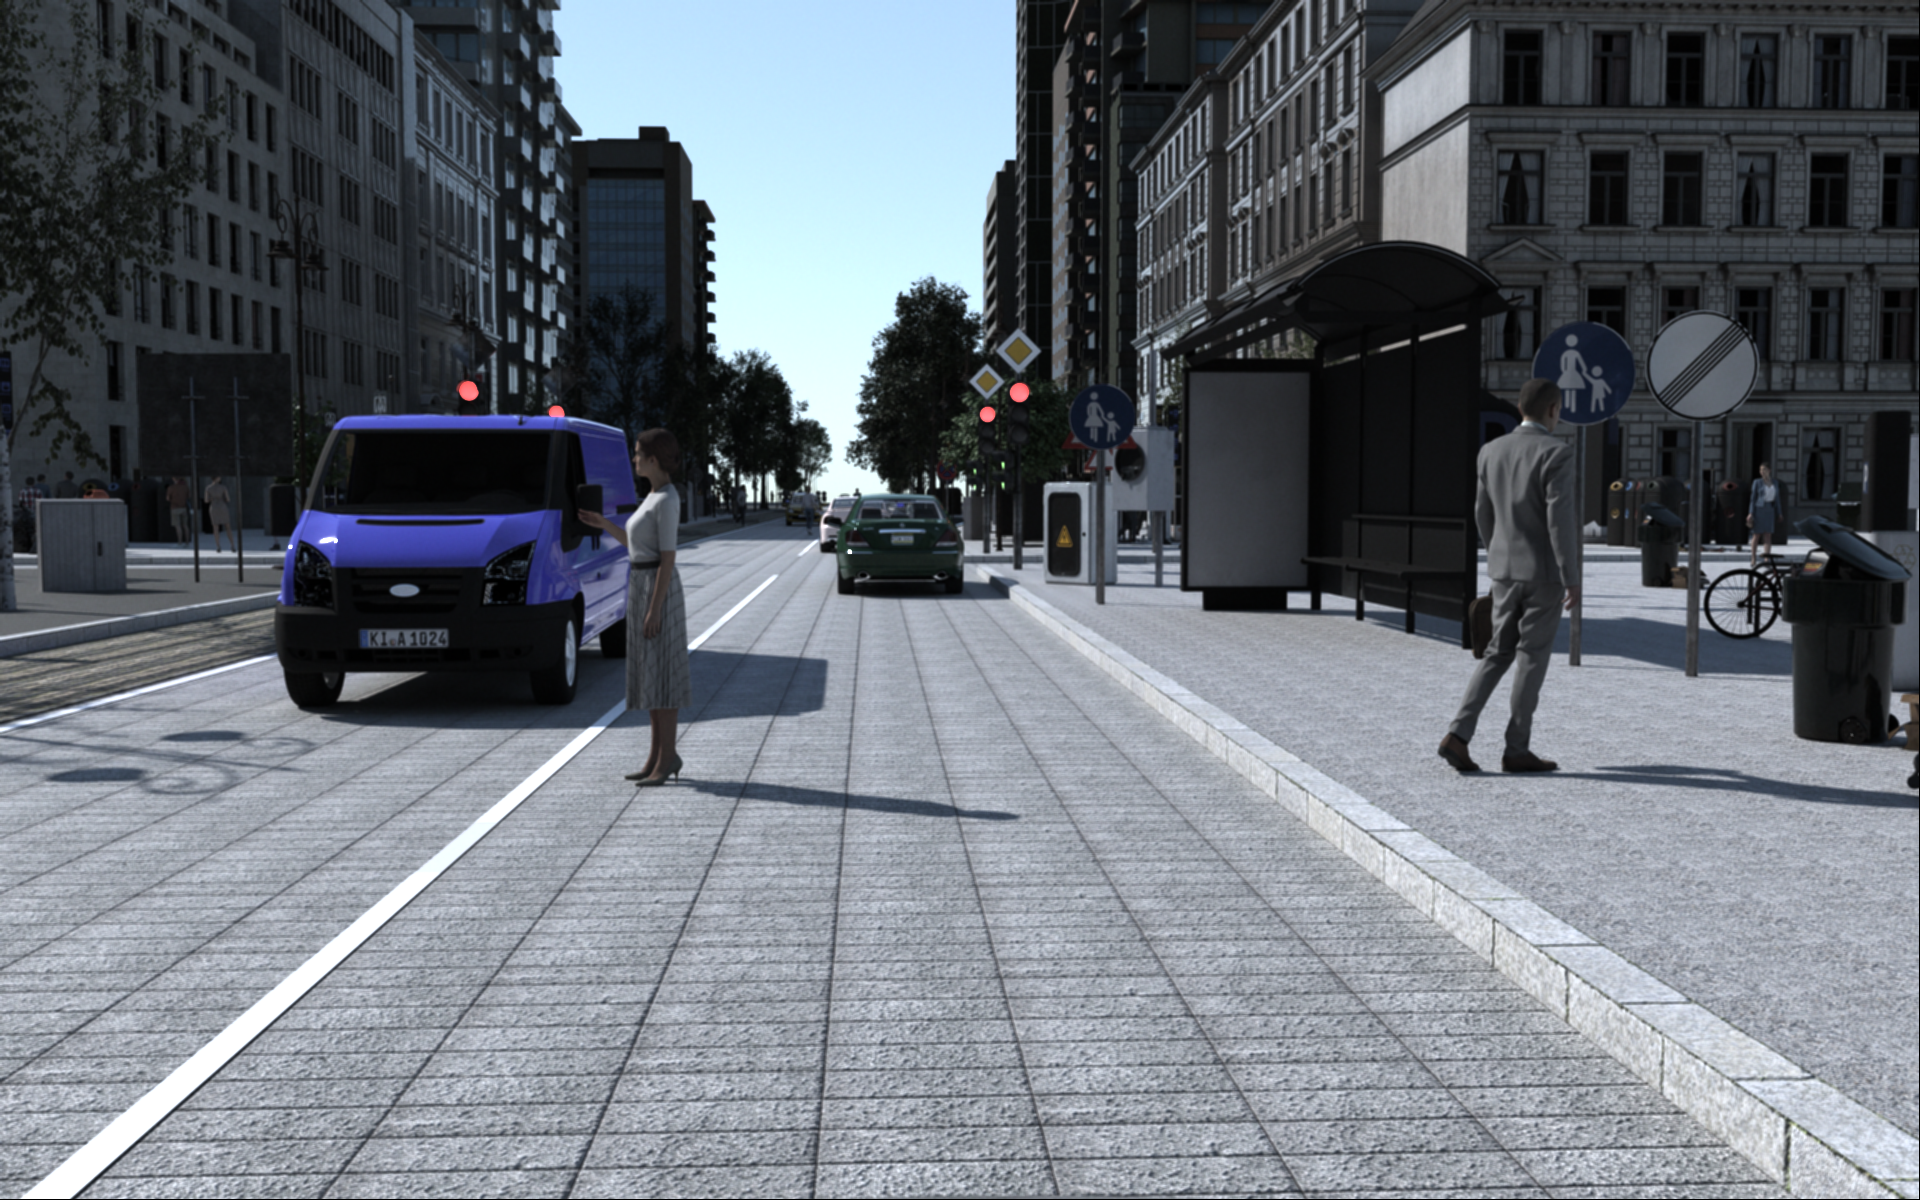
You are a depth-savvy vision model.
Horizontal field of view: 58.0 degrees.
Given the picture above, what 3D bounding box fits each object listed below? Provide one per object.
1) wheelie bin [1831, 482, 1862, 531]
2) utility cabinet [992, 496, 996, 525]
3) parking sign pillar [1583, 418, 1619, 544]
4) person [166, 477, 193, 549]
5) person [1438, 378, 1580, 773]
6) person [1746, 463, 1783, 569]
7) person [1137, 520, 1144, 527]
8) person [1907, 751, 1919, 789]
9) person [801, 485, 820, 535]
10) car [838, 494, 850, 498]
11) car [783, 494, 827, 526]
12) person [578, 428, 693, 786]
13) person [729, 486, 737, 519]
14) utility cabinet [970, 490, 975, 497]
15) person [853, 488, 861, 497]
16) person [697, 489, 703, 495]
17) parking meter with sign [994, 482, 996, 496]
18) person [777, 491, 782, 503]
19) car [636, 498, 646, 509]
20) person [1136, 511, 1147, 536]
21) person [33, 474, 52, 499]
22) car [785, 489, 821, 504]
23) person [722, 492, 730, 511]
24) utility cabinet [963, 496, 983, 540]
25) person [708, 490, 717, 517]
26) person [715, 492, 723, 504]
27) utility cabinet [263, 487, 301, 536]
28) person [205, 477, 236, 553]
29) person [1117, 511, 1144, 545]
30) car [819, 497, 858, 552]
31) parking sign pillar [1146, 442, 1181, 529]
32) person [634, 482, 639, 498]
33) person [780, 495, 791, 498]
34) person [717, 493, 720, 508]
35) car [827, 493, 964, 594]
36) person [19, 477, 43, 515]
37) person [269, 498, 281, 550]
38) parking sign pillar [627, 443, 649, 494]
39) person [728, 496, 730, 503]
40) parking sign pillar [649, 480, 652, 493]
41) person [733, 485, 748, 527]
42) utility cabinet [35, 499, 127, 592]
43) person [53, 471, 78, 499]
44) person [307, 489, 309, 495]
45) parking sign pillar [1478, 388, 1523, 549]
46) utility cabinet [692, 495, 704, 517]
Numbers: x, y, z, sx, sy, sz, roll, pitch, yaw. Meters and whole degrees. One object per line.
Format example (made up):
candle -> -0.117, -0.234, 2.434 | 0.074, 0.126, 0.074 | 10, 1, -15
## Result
wheelie bin -> 24.310, -2.409, 47.293 | 0.980, 1.594, 0.693 | 3, 5, 40
utility cabinet -> 1.697, -3.719, 71.970 | 0.306, 1.237, 1.020 | 2, 4, 28
parking sign pillar -> 16.492, -3.443, 44.769 | 1.447, 3.967, 1.447 | 0, 4, -6
person -> -18.436, -2.137, 40.963 | 0.573, 1.828, 0.580 | -1, 4, -17
person -> 2.617, -0.113, 8.011 | 0.853, 1.813, 0.709 | -2, 4, -34
person -> 13.887, -1.458, 29.912 | 0.581, 1.822, 0.654 | 1, 4, 16
person -> 6.671, -3.688, 66.743 | 0.834, 1.777, 0.661 | 0, 4, 3
person -> 4.793, -0.047, 7.032 | 1.509, 1.804, 0.699 | 3, 5, 41
person -> -5.293, -3.186, 61.257 | 0.731, 1.740, 0.598 | 0, 4, 8
car -> -17.214, -15.119, 258.994 | 2.131, 1.459, 4.920 | 0, 4, -4
car -> -7.108, -4.232, 79.415 | 2.015, 1.641, 3.980 | 0, 4, -4
person -> -1.593, 0.031, 8.569 | 0.524, 1.755, 0.480 | -1, 4, -21
person -> -11.820, -5.002, 90.084 | 0.447, 1.846, 0.655 | -1, 4, -20
utility cabinet -> 0.851, -5.872, 104.683 | 0.318, 1.500, 1.173 | 0, 4, -6
person -> -6.535, -6.229, 110.543 | 0.606, 1.804, 0.583 | -1, 4, -8
person -> -25.548, -10.066, 170.721 | 1.348, 1.812, 0.705 | 0, 4, -3
parking meter with sign -> 1.934, -5.082, 79.357 | 1.738, 3.016, 0.543 | 3, 5, 44
person -> -26.069, -14.985, 251.133 | 1.350, 1.814, 0.705 | 1, 4, 11
car -> -8.758, -2.062, 46.294 | 1.945, 1.354, 3.894 | 0, 4, -3
person -> 5.593, -2.864, 53.272 | 0.834, 1.777, 0.661 | -1, 4, -15
person -> -25.087, -2.522, 47.305 | 0.581, 1.822, 0.654 | -1, 4, -11
car -> -8.567, -5.209, 94.755 | 1.945, 1.707, 3.694 | 0, 4, -5
person -> -17.582, -7.544, 130.212 | 0.721, 1.723, 1.217 | -3, 4, -36
utility cabinet -> 0.414, -2.275, 48.364 | 0.306, 1.237, 1.020 | 2, 4, 26
person -> -13.926, -5.440, 97.580 | 0.523, 1.515, 0.503 | 0, 4, 4
person -> -23.638, -9.976, 169.288 | 1.348, 1.807, 0.705 | 3, 4, 39
utility cabinet -> -20.801, -2.720, 53.145 | 0.318, 1.500, 1.173 | 2, 4, 26
person -> -16.237, -1.935, 38.017 | 0.599, 1.781, 0.374 | -1, 4, -18
person -> 4.239, -2.311, 43.670 | 0.795, 1.843, 0.661 | 0, 4, 6
car -> -2.562, -1.929, 43.900 | 2.083, 1.381, 4.827 | 0, 4, -2
parking sign pillar -> 7.633, -4.636, 64.264 | 1.447, 3.967, 1.447 | 1, 4, 18
person -> -9.440, -2.496, 49.500 | 0.709, 1.800, 0.728 | 2, 4, 29
person -> -21.178, -12.472, 210.104 | 1.348, 1.807, 0.705 | 0, 4, 4
person -> -22.963, -9.492, 164.489 | 0.557, 1.426, 1.065 | 1, 4, 9
car -> -0.953, -0.887, 26.300 | 2.131, 1.459, 4.920 | 0, 4, -4
person -> -23.588, -2.271, 44.017 | 0.563, 1.720, 0.643 | -2, 4, -31
person -> -15.699, -1.795, 39.674 | 0.425, 1.301, 0.394 | 2, 4, 27
parking sign pillar -> -17.337, -6.289, 91.298 | 1.447, 3.967, 1.447 | -1, 4, -17
person -> -34.156, -15.205, 255.307 | 0.551, 1.740, 0.621 | 2, 4, 33
parking sign pillar -> -19.519, -7.283, 107.555 | 1.447, 3.967, 1.447 | 2, 4, 25
person -> -9.508, -4.079, 75.043 | 0.795, 1.843, 0.661 | 1, 4, 19
utility cabinet -> -11.672, -0.725, 23.015 | 1.020, 1.237, 0.306 | -3, 5, -40
person -> -22.273, -2.275, 43.052 | 0.447, 1.846, 0.655 | 3, 5, 42
person -> -18.500, -2.654, 49.310 | 0.514, 1.842, 0.818 | 0, 4, -8
parking sign pillar -> 12.677, -3.205, 40.876 | 1.447, 3.967, 1.447 | 1, 4, 21
utility cabinet -> -15.031, -5.318, 98.109 | 1.020, 1.237, 0.306 | -3, 5, -40
